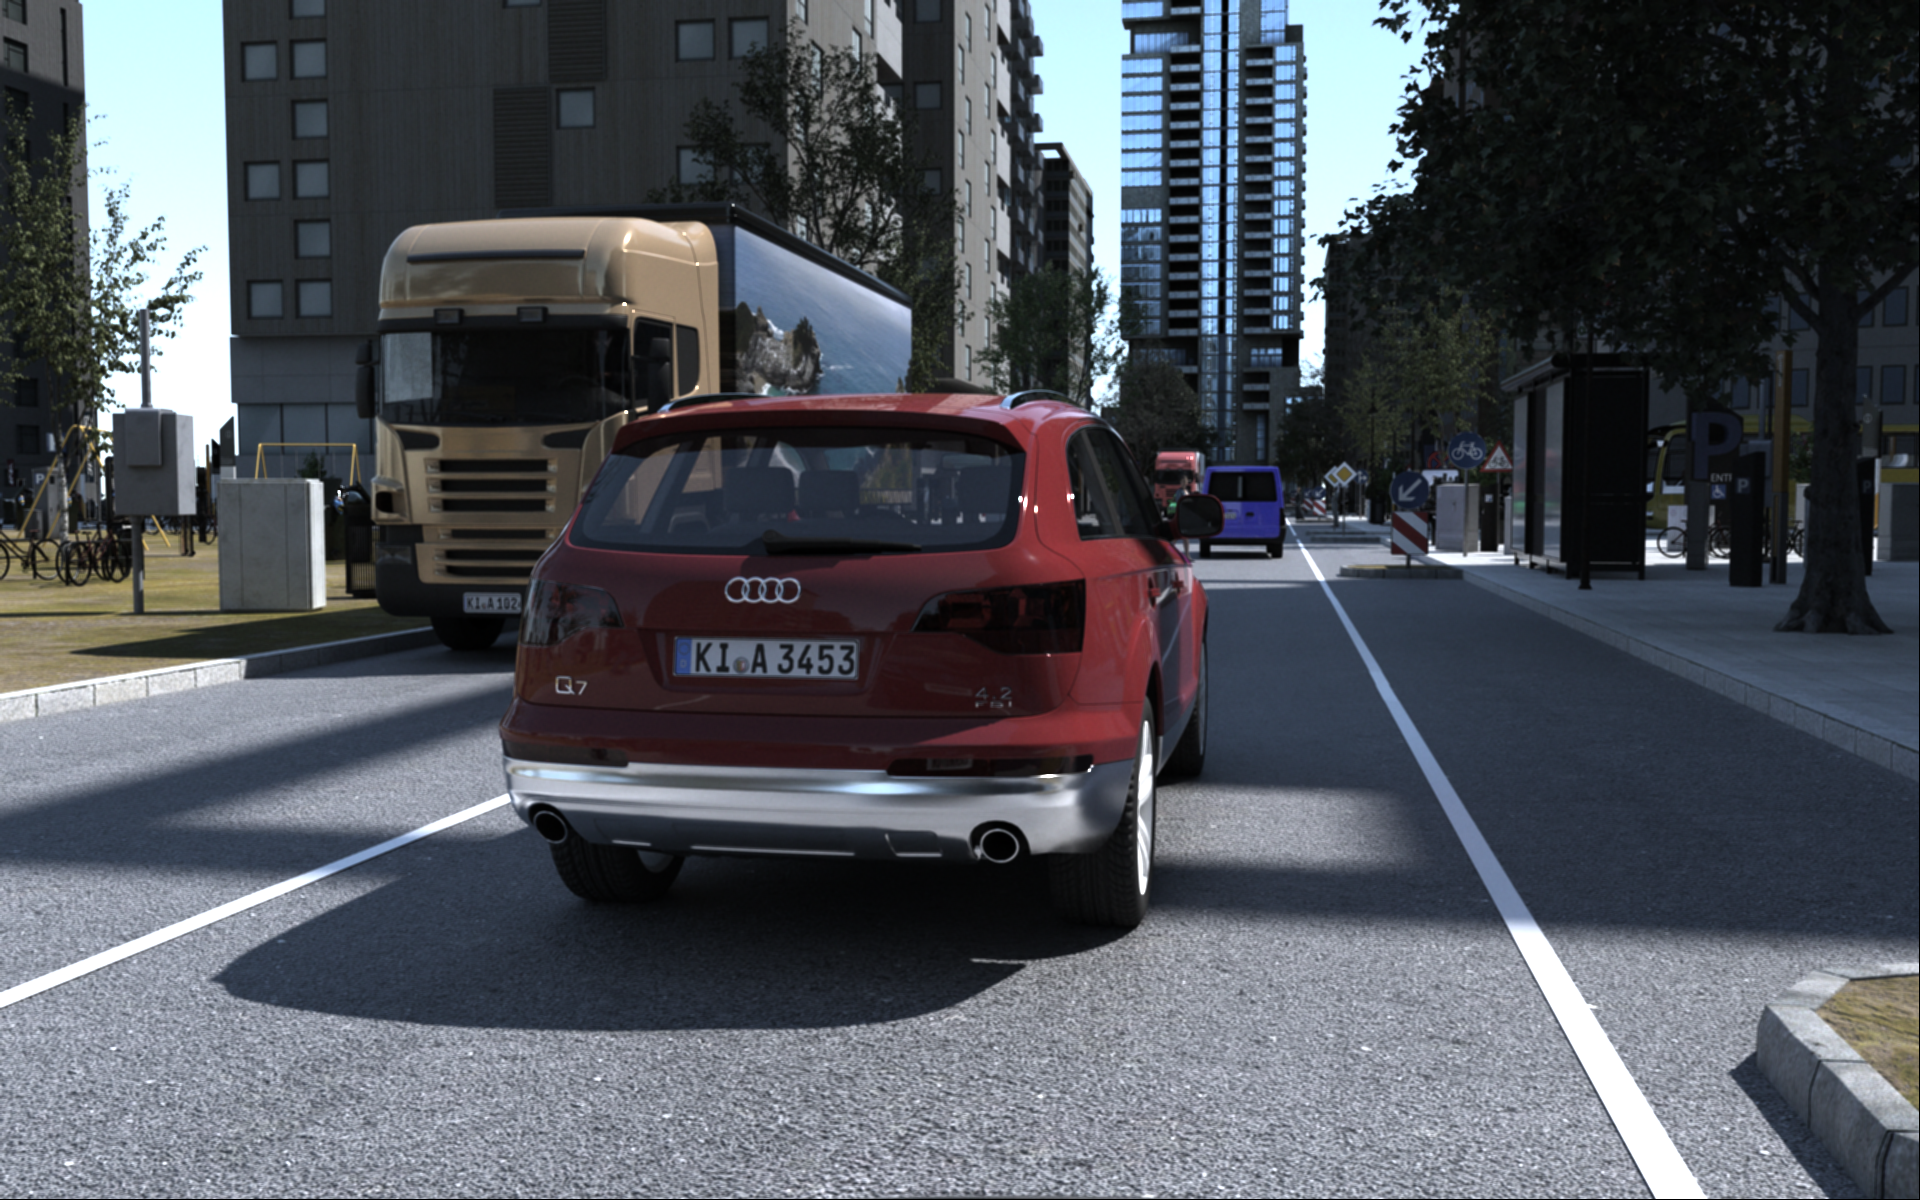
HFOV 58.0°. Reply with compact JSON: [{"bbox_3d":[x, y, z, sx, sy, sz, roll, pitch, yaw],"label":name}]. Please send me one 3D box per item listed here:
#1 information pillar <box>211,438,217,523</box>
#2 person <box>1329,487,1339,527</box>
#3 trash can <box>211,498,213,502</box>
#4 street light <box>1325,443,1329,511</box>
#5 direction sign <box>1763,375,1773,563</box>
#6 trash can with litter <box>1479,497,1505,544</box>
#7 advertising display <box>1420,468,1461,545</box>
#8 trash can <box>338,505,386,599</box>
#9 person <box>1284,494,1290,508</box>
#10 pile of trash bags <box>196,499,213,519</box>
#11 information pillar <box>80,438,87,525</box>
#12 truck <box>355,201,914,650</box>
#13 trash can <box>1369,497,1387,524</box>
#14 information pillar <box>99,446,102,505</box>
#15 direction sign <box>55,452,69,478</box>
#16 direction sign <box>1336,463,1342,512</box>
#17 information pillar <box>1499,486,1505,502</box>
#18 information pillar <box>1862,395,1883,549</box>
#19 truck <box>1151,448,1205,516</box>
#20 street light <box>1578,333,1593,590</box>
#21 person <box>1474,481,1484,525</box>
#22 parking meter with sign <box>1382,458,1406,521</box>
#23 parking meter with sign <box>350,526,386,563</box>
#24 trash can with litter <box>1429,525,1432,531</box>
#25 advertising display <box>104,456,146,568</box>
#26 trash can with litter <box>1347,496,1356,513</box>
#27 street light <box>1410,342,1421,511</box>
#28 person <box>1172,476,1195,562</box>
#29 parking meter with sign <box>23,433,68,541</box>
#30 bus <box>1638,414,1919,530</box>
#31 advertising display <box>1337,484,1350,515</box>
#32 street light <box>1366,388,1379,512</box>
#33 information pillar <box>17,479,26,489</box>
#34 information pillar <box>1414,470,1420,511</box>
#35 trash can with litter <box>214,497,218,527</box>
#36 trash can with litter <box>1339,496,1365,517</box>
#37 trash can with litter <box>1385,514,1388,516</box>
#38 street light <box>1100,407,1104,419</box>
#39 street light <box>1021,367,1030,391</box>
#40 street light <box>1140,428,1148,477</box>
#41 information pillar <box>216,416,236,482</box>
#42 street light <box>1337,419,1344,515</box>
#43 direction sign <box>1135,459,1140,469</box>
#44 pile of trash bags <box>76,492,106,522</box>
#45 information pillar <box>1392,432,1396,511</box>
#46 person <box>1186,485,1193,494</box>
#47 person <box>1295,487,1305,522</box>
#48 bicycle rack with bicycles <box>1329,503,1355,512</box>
[{"bbox_3d":[-31.028,-4.954,72.360,0.183,3.616,0.504,2,4,31],"label":"information pillar"},{"bbox_3d":[16.289,-4.089,75.532,0.466,1.800,0.511,-1,4,-13],"label":"person"},{"bbox_3d":[-46.654,-5.877,107.747,0.748,1.137,0.748,0,3,0],"label":"trash can"},{"bbox_3d":[28.201,-9.795,132.941,0.468,5.910,1.993,1,4,10],"label":"street light"},{"bbox_3d":[15.031,-2.458,32.193,0.379,3.537,0.876,1,4,23],"label":"direction sign"},{"bbox_3d":[13.962,-2.019,44.402,1.055,1.170,0.624,-2,4,-26],"label":"trash can with litter"},{"bbox_3d":[11.962,-2.322,43.182,0.974,1.923,0.123,1,4,23],"label":"advertising display"},{"bbox_3d":[-7.274,-0.596,21.393,0.748,1.137,0.748,0,3,0],"label":"trash can"},{"bbox_3d":[34.300,-10.696,183.477,1.348,1.812,0.705,0,4,5],"label":"person"},{"bbox_3d":[-37.968,-4.774,87.804,3.447,1.369,1.912,-3,5,-41],"label":"pile of trash bags"},{"bbox_3d":[-36.215,-4.904,71.528,0.183,3.616,0.504,-3,4,-38],"label":"information pillar"},{"bbox_3d":[-2.922,-1.846,19.095,2.839,4.237,11.283,1,4,11],"label":"truck"},{"bbox_3d":[17.736,-3.784,73.524,0.748,1.137,0.748,0,3,0],"label":"trash can"},{"bbox_3d":[-42.424,-5.751,85.377,0.183,3.616,0.504,-3,4,-38],"label":"information pillar"},{"bbox_3d":[-43.362,-5.608,83.683,0.379,3.537,0.876,0,4,8],"label":"direction sign"},{"bbox_3d":[27.823,-8.242,126.752,0.379,3.537,0.876,-2,4,-33],"label":"direction sign"},{"bbox_3d":[28.297,-5.264,90.553,0.304,2.012,0.304,0,4,5],"label":"information pillar"},{"bbox_3d":[21.384,-3.017,40.679,0.183,3.616,0.504,-1,4,-21],"label":"information pillar"},{"bbox_3d":[13.771,-7.314,108.504,2.839,4.237,11.283,1,4,11],"label":"truck"},{"bbox_3d":[8.422,-3.081,23.157,0.468,5.910,1.993,1,4,10],"label":"street light"},{"bbox_3d":[16.400,-2.853,55.051,0.656,1.842,0.836,1,4,19],"label":"person"},{"bbox_3d":[20.972,-5.286,82.690,0.543,3.016,1.738,-2,4,-31],"label":"parking meter with sign"},{"bbox_3d":[-10.579,-2.221,32.570,1.738,3.016,0.543,-1,4,-9],"label":"parking meter with sign"},{"bbox_3d":[16.461,-3.013,60.318,1.678,1.210,2.233,2,4,32],"label":"trash can with litter"},{"bbox_3d":[-14.512,-1.524,30.128,0.123,1.923,0.974,0,4,7],"label":"advertising display"},{"bbox_3d":[26.456,-6.413,116.234,0.624,1.170,1.055,-3,4,-36],"label":"trash can with litter"},{"bbox_3d":[13.547,-4.832,51.796,0.468,5.910,1.993,1,4,10],"label":"street light"},{"bbox_3d":[4.689,-1.723,36.694,0.581,1.822,0.654,-3,5,-39],"label":"person"},{"bbox_3d":[-25.639,-3.196,48.519,0.543,3.016,1.738,0,4,-3],"label":"parking meter with sign"},{"bbox_3d":[27.192,-3.807,53.785,12.252,3.916,2.896,1,4,9],"label":"bus"},{"bbox_3d":[24.026,-6.328,108.681,0.123,1.923,0.974,-3,5,-43],"label":"advertising display"},{"bbox_3d":[17.968,-6.281,75.489,0.468,5.910,1.993,1,4,10],"label":"street light"},{"bbox_3d":[-45.444,-4.857,83.903,0.304,2.012,0.304,-1,4,-13],"label":"information pillar"},{"bbox_3d":[14.127,-2.982,53.243,0.304,2.012,0.304,-2,4,-27],"label":"information pillar"},{"bbox_3d":[-28.991,-3.476,68.226,0.624,1.170,1.055,-2,4,-34],"label":"trash can with litter"},{"bbox_3d":[22.712,-5.375,98.945,2.233,1.210,1.678,0,4,-3],"label":"trash can with litter"},{"bbox_3d":[24.615,-5.485,100.731,2.233,1.210,1.678,0,4,0],"label":"trash can with litter"},{"bbox_3d":[7.523,-7.272,91.682,0.468,5.910,1.993,1,4,10],"label":"street light"},{"bbox_3d":[2.411,-5.523,63.092,0.468,5.910,1.993,1,4,10],"label":"street light"},{"bbox_3d":[12.753,-9.036,120.520,0.468,5.910,1.993,1,4,10],"label":"street light"},{"bbox_3d":[-21.888,-3.698,51.823,0.504,3.616,0.183,1,4,14],"label":"information pillar"},{"bbox_3d":[22.946,-8.054,104.475,0.468,5.910,1.993,1,4,10],"label":"street light"},{"bbox_3d":[11.413,-7.439,113.627,0.876,3.537,0.379,3,4,38],"label":"direction sign"},{"bbox_3d":[-40.386,-4.328,80.513,1.912,1.369,3.447,0,4,-2],"label":"pile of trash bags"},{"bbox_3d":[16.445,-4.542,65.619,0.183,3.616,0.504,1,4,15],"label":"information pillar"},{"bbox_3d":[9.254,-3.716,69.604,0.721,1.781,0.623,-2,4,-25],"label":"person"},{"bbox_3d":[17.443,-4.900,89.039,0.534,1.772,0.576,-1,4,-16],"label":"person"},{"bbox_3d":[27.927,-6.781,124.246,2.925,0.926,2.852,-3,5,-44],"label":"bicycle rack with bicycles"}]
